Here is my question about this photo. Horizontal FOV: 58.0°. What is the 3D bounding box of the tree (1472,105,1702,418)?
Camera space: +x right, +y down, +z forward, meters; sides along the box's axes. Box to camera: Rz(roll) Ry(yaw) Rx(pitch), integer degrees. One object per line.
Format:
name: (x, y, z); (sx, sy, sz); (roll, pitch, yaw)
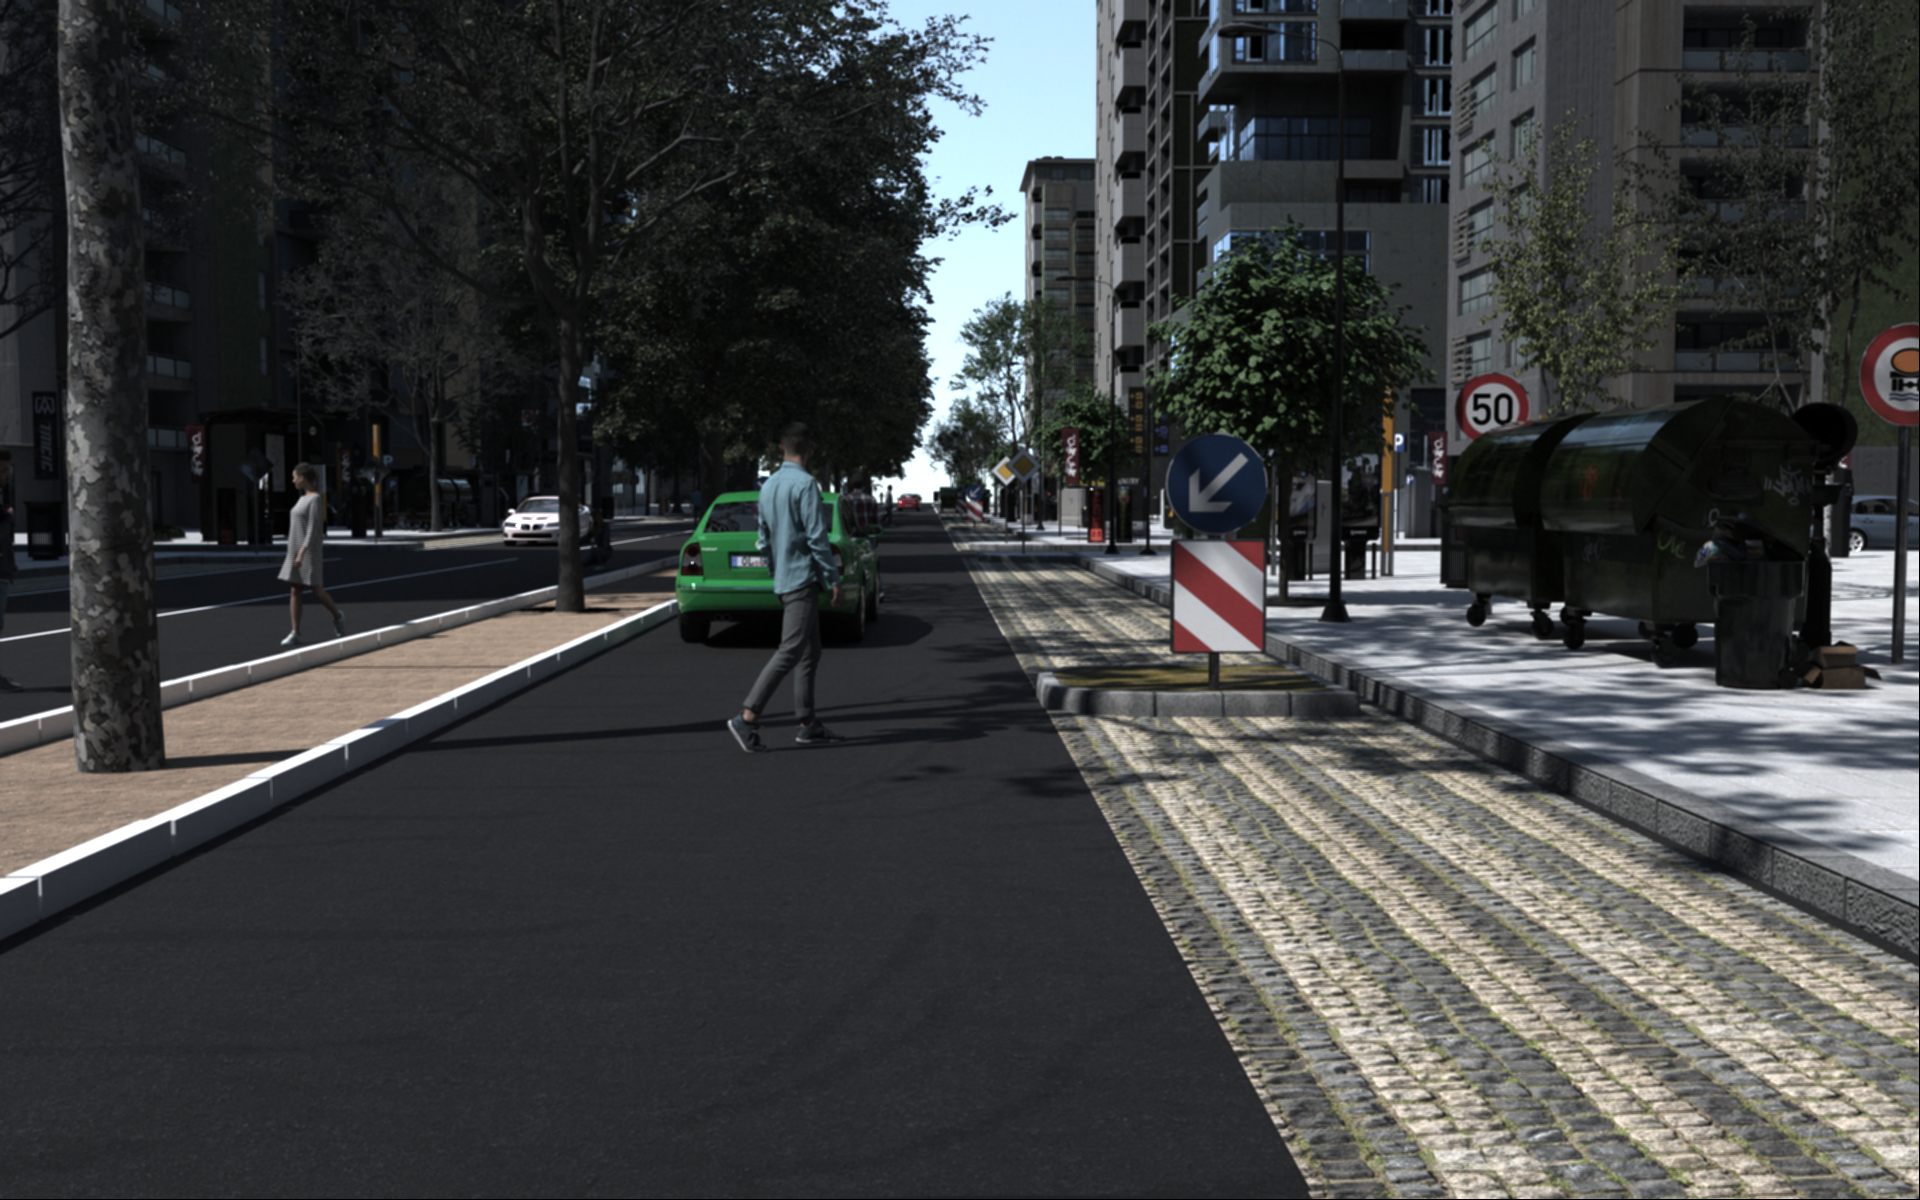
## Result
tree: (11.624, -5.063, 33.140); (4.737, 8.622, 4.395); (0, 3, 0)

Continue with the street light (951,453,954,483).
street light: (0.038, -12.496, 176.843); (1.470, 5.913, 1.316); (0, 4, -1)

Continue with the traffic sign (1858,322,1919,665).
traffic sign: (7.063, -0.787, 12.974); (0.768, 2.556, 0.104); (0, 4, 0)

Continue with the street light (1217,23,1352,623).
street light: (3.241, -2.737, 17.287); (1.470, 5.913, 1.316); (0, 4, -1)

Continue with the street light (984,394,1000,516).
street light: (1.962, -6.598, 80.414); (1.470, 5.913, 1.316); (0, 4, -1)

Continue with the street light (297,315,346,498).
street light: (-16.599, -4.433, 45.018); (1.470, 5.913, 1.316); (0, 4, -1)

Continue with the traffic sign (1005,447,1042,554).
traffic sign: (1.361, -2.049, 37.148); (0.795, 2.450, 0.064); (0, 4, -1)

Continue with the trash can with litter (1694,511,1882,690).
trash can with litter: (5.512, -0.010, 11.547); (1.055, 1.170, 0.624); (0, 4, 0)

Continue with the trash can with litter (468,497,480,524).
trash can with litter: (-20.969, -3.899, 75.142); (0.624, 1.170, 1.055); (0, 4, -6)

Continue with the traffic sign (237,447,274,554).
traffic sign: (-14.980, -2.031, 36.852); (0.795, 2.450, 0.064); (0, 4, -1)

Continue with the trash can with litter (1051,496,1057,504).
trash can with litter: (4.852, -5.150, 95.583); (1.055, 1.170, 0.624); (0, 4, -5)

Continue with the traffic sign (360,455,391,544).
traffic sign: (-15.136, -2.519, 44.835); (0.795, 2.450, 0.064); (0, 4, -1)

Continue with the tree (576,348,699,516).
tree: (-18.218, -10.155, 100.438); (8.767, 10.594, 7.601); (-1, 4, -9)

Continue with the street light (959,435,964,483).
street light: (0.892, -10.016, 136.309); (1.470, 5.913, 1.316); (0, 4, -1)

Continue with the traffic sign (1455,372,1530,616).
traffic sign: (5.585, -1.109, 18.244); (0.768, 2.556, 0.104); (1, 4, 8)

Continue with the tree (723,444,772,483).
tree: (-20.145, -13.159, 165.514); (4.737, 8.622, 4.395); (0, 3, 0)

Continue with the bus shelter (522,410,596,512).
bus shelter: (-19.824, -6.582, 85.246); (2.179, 5.291, 8.768); (0, 4, -1)

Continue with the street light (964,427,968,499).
street light: (1.186, -8.984, 119.425); (1.470, 5.913, 1.316); (0, 4, -1)

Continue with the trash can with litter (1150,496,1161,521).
trash can with litter: (9.562, -4.439, 83.636); (1.678, 1.210, 2.233); (-2, 4, -30)

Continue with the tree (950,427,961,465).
tree: (1.460, -12.275, 151.065); (4.360, 8.622, 3.978); (0, 3, 0)

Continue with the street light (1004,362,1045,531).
street light: (2.296, -5.405, 60.907); (1.470, 5.913, 1.316); (0, 4, -1)

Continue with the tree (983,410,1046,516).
tree: (3.660, -4.012, 49.305); (4.285, 4.588, 4.351); (0, 3, 0)

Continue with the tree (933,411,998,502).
tree: (1.496, -15.297, 184.520); (7.601, 10.594, 8.767); (3, 5, 41)

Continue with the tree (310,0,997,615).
tree: (-4.767, -6.602, 20.775); (12.009, 13.543, 11.850); (0, 3, 0)

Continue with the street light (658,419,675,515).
street light: (-17.765, -8.151, 105.802); (1.470, 5.913, 1.316); (0, 4, -1)

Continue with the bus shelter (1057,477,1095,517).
bus shelter: (5.260, -6.024, 76.127); (2.179, 5.291, 8.768); (0, 4, -1)

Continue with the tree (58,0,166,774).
tree: (-3.143, -9.127, 7.578); (12.611, 20.169, 13.585); (0, 3, 0)

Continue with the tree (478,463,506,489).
tree: (-28.454, -6.779, 105.435); (1.663, 3.219, 1.824); (0, 3, 0)

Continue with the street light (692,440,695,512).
street light: (-18.068, -9.090, 121.168); (1.470, 5.913, 1.316); (0, 4, -1)

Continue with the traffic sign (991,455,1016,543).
traffic sign: (1.206, -2.538, 45.131); (0.795, 2.450, 0.064); (0, 4, -1)

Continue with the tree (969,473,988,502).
tree: (1.983, -11.031, 174.955); (1.663, 3.219, 1.824); (0, 3, 0)

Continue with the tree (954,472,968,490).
tree: (0.794, -15.428, 235.965); (4.285, 4.588, 4.351); (0, 3, 0)

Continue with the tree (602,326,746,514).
tree: (-18.643, -11.995, 113.120); (9.611, 12.733, 9.660); (0, 3, 0)

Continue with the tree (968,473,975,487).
tree: (3.055, -7.304, 103.127); (4.285, 4.588, 4.351); (0, 3, 0)

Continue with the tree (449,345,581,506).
tree: (-18.673, -7.564, 74.034); (4.360, 8.622, 3.978); (0, 3, 0)

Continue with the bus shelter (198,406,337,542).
bus shelter: (-19.677, -3.563, 49.530); (1.731, 3.624, 6.357); (0, 4, -1)

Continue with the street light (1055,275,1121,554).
street light: (2.717, -3.935, 36.884); (1.470, 5.913, 1.316); (0, 4, -1)

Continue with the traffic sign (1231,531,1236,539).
traffic sign: (4.329, -1.667, 27.366); (0.768, 2.556, 0.104); (0, 4, 7)

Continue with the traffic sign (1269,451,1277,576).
traffic sign: (4.929, -1.655, 27.168); (0.768, 2.556, 0.104); (0, 4, 1)

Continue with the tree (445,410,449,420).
tree: (-27.669, -9.166, 100.224); (4.360, 8.622, 3.978); (0, 3, 0)

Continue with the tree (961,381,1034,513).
tree: (2.648, -9.939, 112.871); (4.360, 8.622, 3.978); (0, 3, 0)

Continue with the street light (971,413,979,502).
street light: (1.490, -7.791, 99.918); (1.470, 5.913, 1.316); (0, 4, -1)

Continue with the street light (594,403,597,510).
street light: (-17.455, -6.899, 85.342); (1.470, 5.913, 1.316); (0, 4, -1)

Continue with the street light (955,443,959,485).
street light: (0.490, -11.275, 156.881); (1.470, 5.913, 1.316); (0, 4, -1)

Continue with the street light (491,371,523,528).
street light: (-16.945, -5.656, 65.015); (1.470, 5.913, 1.316); (0, 4, -1)

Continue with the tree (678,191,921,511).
tree: (-5.339, -8.563, 60.595); (7.486, 12.596, 7.792); (0, 3, 0)

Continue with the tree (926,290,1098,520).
tree: (3.138, -9.867, 87.076); (9.928, 11.665, 9.643); (0, 3, 0)

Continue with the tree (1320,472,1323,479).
tree: (14.439, -4.348, 65.693); (1.663, 3.219, 1.824); (0, 3, 0)

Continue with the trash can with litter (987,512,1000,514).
trash can with litter: (2.443, -6.048, 109.942); (2.233, 1.210, 1.678); (0, 4, 1)

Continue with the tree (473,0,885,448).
tree: (-4.727, -7.581, 33.065); (9.857, 13.997, 8.962); (0, 3, 0)

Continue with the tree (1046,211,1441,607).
tree: (3.842, -2.229, 20.153); (4.285, 4.588, 4.351); (0, 3, 0)

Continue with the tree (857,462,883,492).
tree: (-6.010, -8.962, 99.352); (4.360, 8.622, 3.978); (0, 3, 0)

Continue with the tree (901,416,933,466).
tree: (-6.371, -10.934, 115.640); (8.767, 10.594, 7.601); (0, 4, -1)

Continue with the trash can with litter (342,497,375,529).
trash can with litter: (-22.047, -3.185, 63.465); (1.055, 1.170, 0.624); (-3, 5, -44)

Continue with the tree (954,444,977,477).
tree: (0.492, -18.042, 245.346); (4.737, 8.622, 4.395); (0, 3, 0)

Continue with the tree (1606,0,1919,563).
tree: (10.345, -4.312, 20.859); (4.360, 8.622, 3.978); (0, 3, 0)
